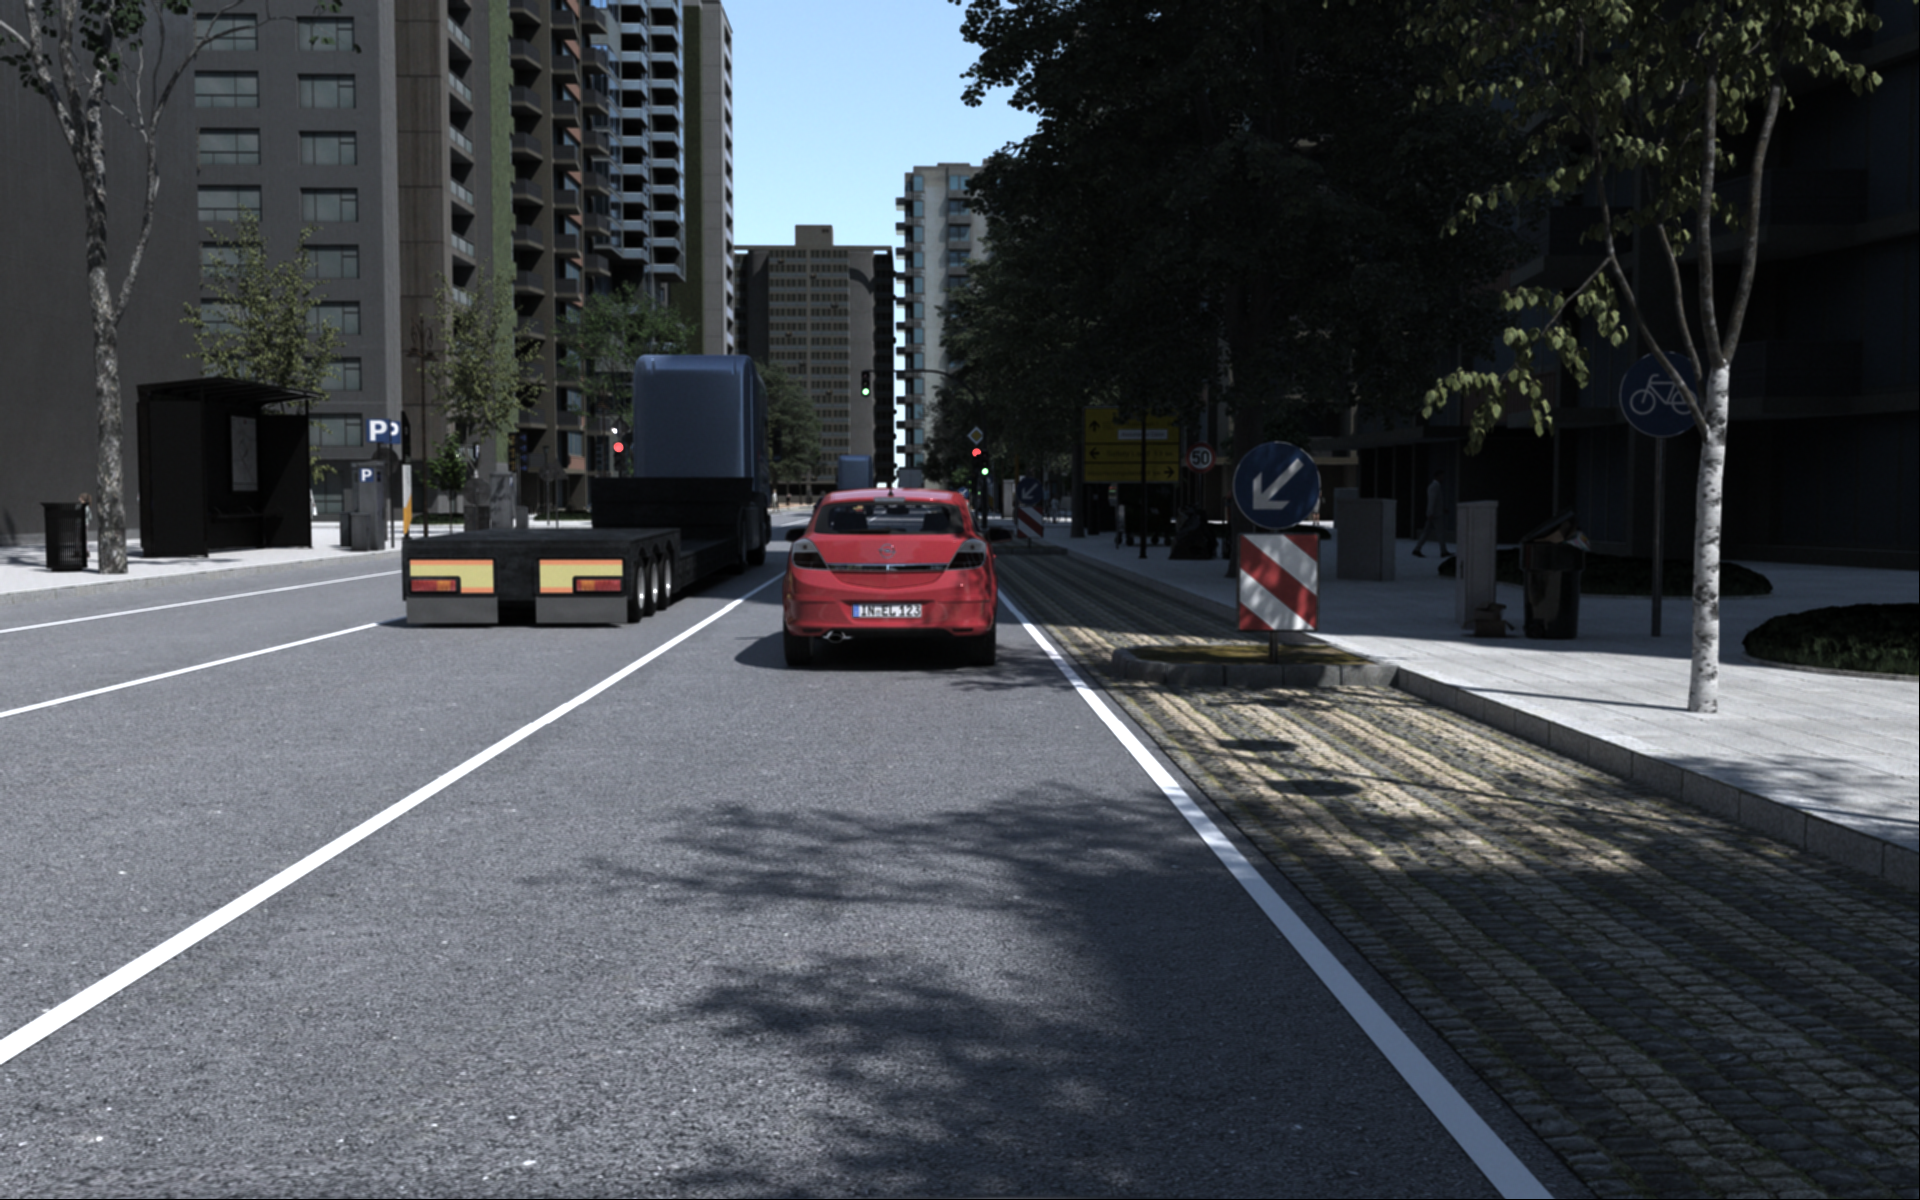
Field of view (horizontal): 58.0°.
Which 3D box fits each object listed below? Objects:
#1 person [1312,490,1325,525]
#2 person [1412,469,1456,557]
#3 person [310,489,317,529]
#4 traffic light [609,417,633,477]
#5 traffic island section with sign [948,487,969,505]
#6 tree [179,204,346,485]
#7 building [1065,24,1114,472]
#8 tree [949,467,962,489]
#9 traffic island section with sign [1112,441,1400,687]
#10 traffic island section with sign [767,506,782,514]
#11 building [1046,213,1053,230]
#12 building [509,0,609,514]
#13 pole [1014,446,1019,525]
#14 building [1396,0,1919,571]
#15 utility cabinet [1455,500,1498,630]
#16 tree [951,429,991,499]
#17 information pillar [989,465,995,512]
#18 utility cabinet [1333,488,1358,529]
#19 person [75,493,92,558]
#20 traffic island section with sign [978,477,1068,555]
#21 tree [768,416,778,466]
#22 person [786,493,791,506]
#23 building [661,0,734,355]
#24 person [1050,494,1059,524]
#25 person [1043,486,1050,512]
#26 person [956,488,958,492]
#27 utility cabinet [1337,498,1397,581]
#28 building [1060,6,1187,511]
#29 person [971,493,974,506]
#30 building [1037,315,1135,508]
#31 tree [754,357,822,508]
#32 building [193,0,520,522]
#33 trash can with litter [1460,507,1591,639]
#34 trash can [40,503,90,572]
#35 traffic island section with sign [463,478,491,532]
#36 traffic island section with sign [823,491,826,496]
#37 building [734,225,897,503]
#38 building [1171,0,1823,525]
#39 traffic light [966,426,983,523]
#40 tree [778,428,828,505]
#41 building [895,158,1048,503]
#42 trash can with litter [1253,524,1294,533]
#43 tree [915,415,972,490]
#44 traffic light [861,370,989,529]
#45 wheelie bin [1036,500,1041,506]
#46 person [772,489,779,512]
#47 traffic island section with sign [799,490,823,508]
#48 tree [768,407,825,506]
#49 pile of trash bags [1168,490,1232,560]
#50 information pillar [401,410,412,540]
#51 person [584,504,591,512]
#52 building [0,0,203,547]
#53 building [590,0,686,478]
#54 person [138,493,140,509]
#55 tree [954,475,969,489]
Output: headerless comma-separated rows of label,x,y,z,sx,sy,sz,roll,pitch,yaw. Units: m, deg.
person,14.685,-3.977,71.427,0.716,1.782,0.532,-1,4,-10
person,9.596,-1.758,35.053,0.850,1.792,0.678,0,4,4
person,-23.993,-3.502,63.646,0.694,1.780,0.624,-1,4,-16
traffic light,-12.383,-4.544,63.217,0.839,4.253,0.868,0,4,-2
traffic island section with sign,0.053,-5.361,96.273,1.989,1.847,2.006,0,4,-2
tree,-17.455,-5.726,43.977,4.737,8.622,4.395,0,3,0
building,16.356,-28.837,155.077,14.154,41.232,14.086,0,4,-2
tree,0.503,-12.587,189.502,4.285,4.588,4.351,0,3,0
traffic island section with sign,2.249,-0.314,13.756,1.989,1.847,2.006,0,4,-2
traffic island section with sign,-13.689,-6.994,122.985,1.989,1.847,2.006,0,4,-2
building,22.981,-31.270,203.149,32.217,40.220,23.993,0,4,-2
building,-37.286,-28.656,123.154,22.147,44.769,28.867,0,4,-2
pole,2.350,-4.757,71.619,0.158,3.312,0.155,0,3,0
building,22.436,-23.620,40.804,22.147,44.769,28.867,0,4,-2
utility cabinet,5.001,-0.346,16.823,0.306,1.237,1.020,1,4,11
tree,1.015,-13.047,163.681,4.737,8.622,4.395,0,3,0
information pillar,2.210,-8.066,123.228,0.504,3.616,0.183,-1,4,-18
utility cabinet,14.289,-3.348,63.425,1.173,1.500,0.318,1,4,15
person,-17.685,-1.498,34.820,0.394,1.301,0.425,0,4,5
traffic island section with sign,1.512,-2.007,41.442,1.989,1.847,2.006,0,4,-2
tree,-17.605,-12.273,151.023,4.737,8.622,4.395,0,3,0
person,-18.244,-10.719,184.479,0.799,1.438,0.628,3,5,40
building,-40.993,-40.409,202.687,28.212,58.520,21.231,0,4,-2
person,4.137,-3.975,75.319,0.425,1.301,0.394,1,4,22
person,6.229,-7.248,124.408,0.748,1.841,0.638,-3,5,-43
person,-0.139,-6.915,121.586,0.581,1.822,0.654,2,4,31
utility cabinet,6.086,-0.904,25.940,0.306,1.237,1.020,-2,4,-27
building,24.339,-26.926,132.128,32.217,40.220,23.993,0,4,-2
person,1.141,-8.377,143.279,0.520,1.790,0.573,1,4,23
building,21.719,-20.321,177.281,27.650,21.520,28.899,0,4,-2
tree,-17.033,-15.471,159.611,9.857,13.997,8.962,0,3,0
building,-30.335,-24.509,84.318,14.154,41.232,14.086,0,4,-2
trash can with litter,5.032,-0.248,15.440,1.055,1.170,0.624,1,4,12
trash can,-14.793,-1.040,28.660,0.748,1.137,0.748,0,3,0
traffic island section with sign,-11.499,-1.976,40.929,1.989,1.847,2.006,0,4,-2
traffic island section with sign,-15.751,-11.713,200.142,1.989,1.847,2.006,0,4,-2
building,-21.287,-34.305,252.765,23.993,40.220,32.217,0,4,-2
building,24.893,-26.659,90.499,28.867,44.769,22.147,0,4,-2
traffic light,0.660,-5.055,71.567,0.839,4.253,0.868,0,4,-2
tree,-19.425,-16.708,207.587,7.601,10.594,8.767,-1,4,-9
building,6.019,-38.544,249.799,30.456,49.044,23.786,0,4,-2
trash can with litter,4.463,-0.809,24.613,0.624,1.170,1.055,1,4,8
tree,-0.821,-18.769,223.883,9.611,12.733,9.660,0,3,0
traffic light,-1.216,-5.426,63.388,4.771,5.953,1.251,0,4,-2
wheelie bin,3.583,-4.638,83.734,0.693,1.594,0.980,-2,4,-26
person,-14.692,-7.895,137.801,0.641,1.798,0.478,0,4,-5
traffic island section with sign,-15.028,-10.065,173.196,1.989,1.847,2.006,0,4,-2
tree,-18.851,-16.186,190.400,9.928,11.665,9.643,0,3,0
pile of trash bags,5.366,-1.558,35.229,1.912,1.369,3.447,1,4,18
information pillar,-15.585,-3.512,48.778,0.183,3.616,0.504,0,4,1
person,-20.367,-5.167,96.022,1.012,1.151,0.738,-2,4,-28
building,-38.321,-13.977,47.583,30.058,24.678,14.314,0,4,-2
building,-36.401,-51.838,160.215,22.319,86.520,31.000,0,4,-2
person,-20.208,-2.218,43.140,0.563,1.720,0.643,1,4,10
tree,0.469,-10.744,170.263,1.663,3.219,1.824,0,3,0
